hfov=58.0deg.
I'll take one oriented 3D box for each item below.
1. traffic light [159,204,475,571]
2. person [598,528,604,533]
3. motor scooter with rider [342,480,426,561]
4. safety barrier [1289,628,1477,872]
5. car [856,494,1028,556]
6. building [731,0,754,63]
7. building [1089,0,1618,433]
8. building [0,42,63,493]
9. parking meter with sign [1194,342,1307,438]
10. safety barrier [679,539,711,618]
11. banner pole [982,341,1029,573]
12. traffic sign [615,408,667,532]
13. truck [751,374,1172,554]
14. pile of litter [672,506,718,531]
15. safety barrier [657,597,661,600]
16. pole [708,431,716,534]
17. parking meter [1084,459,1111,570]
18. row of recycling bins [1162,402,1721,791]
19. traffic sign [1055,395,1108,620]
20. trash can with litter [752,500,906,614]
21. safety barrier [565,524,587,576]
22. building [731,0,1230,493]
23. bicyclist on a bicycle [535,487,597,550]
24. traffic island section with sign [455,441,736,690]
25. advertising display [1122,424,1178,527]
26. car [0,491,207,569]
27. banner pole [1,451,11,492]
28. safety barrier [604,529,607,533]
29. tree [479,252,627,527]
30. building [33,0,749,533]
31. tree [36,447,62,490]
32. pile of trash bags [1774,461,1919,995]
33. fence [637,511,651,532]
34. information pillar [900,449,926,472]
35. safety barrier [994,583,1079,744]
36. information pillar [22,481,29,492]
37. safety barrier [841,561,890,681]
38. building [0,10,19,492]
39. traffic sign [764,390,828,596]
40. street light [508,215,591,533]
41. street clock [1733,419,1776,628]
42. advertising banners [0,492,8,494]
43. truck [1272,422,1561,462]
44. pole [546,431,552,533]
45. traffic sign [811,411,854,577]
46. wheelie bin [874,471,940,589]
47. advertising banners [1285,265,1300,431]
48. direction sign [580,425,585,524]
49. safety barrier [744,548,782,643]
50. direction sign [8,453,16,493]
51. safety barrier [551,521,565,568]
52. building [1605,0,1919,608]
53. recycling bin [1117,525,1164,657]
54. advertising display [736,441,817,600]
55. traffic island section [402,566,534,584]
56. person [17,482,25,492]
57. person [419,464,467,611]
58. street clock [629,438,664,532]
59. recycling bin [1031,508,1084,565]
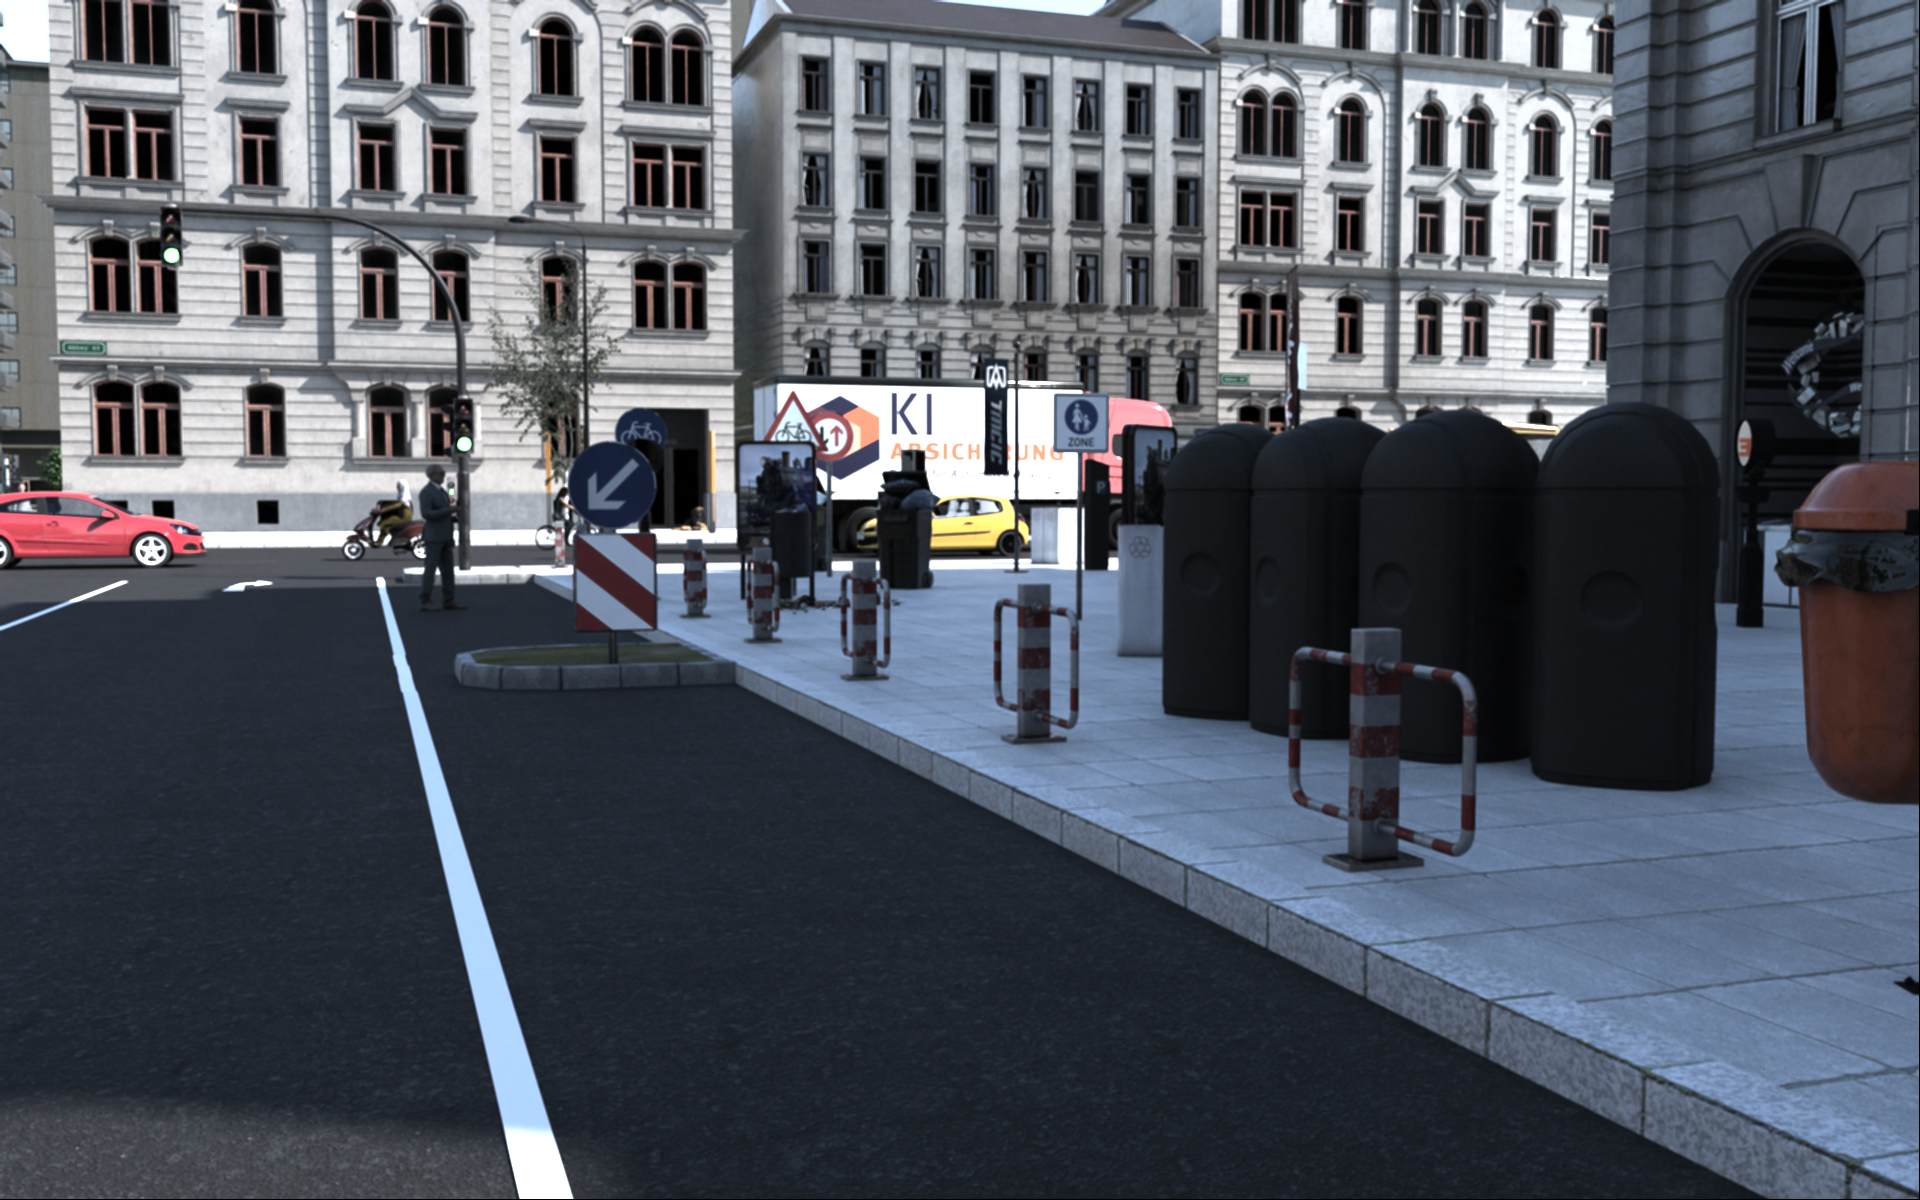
[{"bbox_3d":[-10.277,-3.268,28.106,4.771,5.953,1.251,-1,4,-19],"label":"traffic light"},{"bbox_3d":[-7.772,-1.785,37.955,0.850,1.792,0.678,0,4,0],"label":"person"},{"bbox_3d":[-12.338,-1.745,37.503,1.986,1.779,0.876,-1,4,-18],"label":"motor scooter with rider"},{"bbox_3d":[1.430,0.508,5.975,0.300,0.817,1.120,-1,4,-19],"label":"safety barrier"},{"bbox_3d":[-0.427,-1.826,40.086,3.980,1.641,2.015,-1,4,-21],"label":"car"},{"bbox_3d":[-21.850,-31.539,139.357,21.300,48.544,21.600,-1,4,-19],"label":"building"},{"bbox_3d":[19.013,-17.898,80.021,23.554,28.519,14.401,-1,4,-19],"label":"building"},{"bbox_3d":[-105.397,-38.095,212.086,27.495,52.752,28.713,-1,4,-19],"label":"building"},{"bbox_3d":[3.117,-1.469,20.276,1.738,3.016,0.543,2,4,24],"label":"parking meter with sign"},{"bbox_3d":[-2.754,-0.227,17.988,0.300,0.817,1.120,-1,4,-19],"label":"safety barrier"},{"bbox_3d":[0.729,-2.340,28.280,0.863,3.779,0.401,-2,4,-30],"label":"banner pole"},{"bbox_3d":[-4.719,-1.562,25.648,0.768,2.556,0.104,-1,4,-17],"label":"traffic sign"},{"bbox_3d":[0.551,-3.346,43.626,11.283,4.237,2.839,-1,4,-20],"label":"truck"},{"bbox_3d":[-9.266,-2.843,60.451,1.719,0.858,1.176,3,4,37],"label":"pile of litter"},{"bbox_3d":[-3.799,-0.411,20.996,0.300,0.817,1.120,-1,4,-19],"label":"safety barrier"},{"bbox_3d":[-8.052,-3.813,56.182,0.158,3.312,0.155,0,3,0],"label":"pole"},{"bbox_3d":[2.318,-1.440,29.256,0.399,1.863,0.255,-2,4,-29],"label":"parking meter"},{"bbox_3d":[2.282,-0.114,8.971,1.069,1.692,3.534,-2,4,-31],"label":"row of recycling bins"},{"bbox_3d":[1.215,-0.946,17.601,0.606,2.300,0.079,-1,4,-18],"label":"traffic sign"},{"bbox_3d":[-1.505,-0.524,19.622,2.233,1.210,1.678,-2,4,-31],"label":"trash can with litter"},{"bbox_3d":[-5.893,-0.778,26.992,0.300,0.817,1.120,-1,4,-19],"label":"safety barrier"},{"bbox_3d":[0.368,-13.521,70.223,18.267,20.994,9.793,-1,4,-19],"label":"building"},{"bbox_3d":[-10.106,-2.108,44.486,1.625,1.676,1.499,-1,4,-21],"label":"bicyclist on a bicycle"},{"bbox_3d":[-2.951,-0.309,13.687,1.989,1.847,2.006,-1,4,-19],"label":"traffic island section with sign"},{"bbox_3d":[1.789,-0.679,16.319,0.123,1.923,0.974,2,4,31],"label":"advertising display"},{"bbox_3d":[-17.154,-1.514,33.800,4.494,1.783,2.155,-1,4,-21],"label":"car"},{"bbox_3d":[-55.758,-6.801,101.216,0.401,3.779,0.863,1,4,14],"label":"banner pole"},{"bbox_3d":[-4.845,-0.594,23.991,0.300,0.817,1.120,-1,4,-19],"label":"safety barrier"},{"bbox_3d":[-12.127,-6.217,52.005,4.360,8.622,3.978,0,3,0],"label":"tree"},{"bbox_3d":[-20.653,-16.958,64.654,23.554,28.519,14.401,-1,4,-19],"label":"building"},{"bbox_3d":[-55.802,-7.620,108.307,4.285,4.588,4.351,0,3,0],"label":"tree"},{"bbox_3d":[3.962,0.315,4.600,3.447,1.369,1.912,0,4,3],"label":"pile of trash bags"},{"bbox_3d":[-10.900,-2.740,60.170,0.278,0.683,2.069,0,4,0],"label":"fence"},{"bbox_3d":[-0.764,-1.460,28.359,0.304,2.012,0.304,3,4,39],"label":"information pillar"},{"bbox_3d":[0.384,0.324,8.981,0.300,0.817,1.120,-1,4,-19],"label":"safety barrier"},{"bbox_3d":[-53.026,-5.740,98.345,0.304,2.012,0.304,-2,4,-33],"label":"information pillar"},{"bbox_3d":[-0.660,0.140,11.983,0.300,0.817,1.120,-1,4,-19],"label":"safety barrier"},{"bbox_3d":[-96.001,-31.969,142.305,30.456,49.044,23.786,-1,4,-19],"label":"building"},{"bbox_3d":[-2.093,-1.331,21.767,0.884,2.594,0.081,-1,4,-14],"label":"traffic sign"},{"bbox_3d":[-6.852,-3.465,29.200,1.470,5.913,1.316,-1,4,-19],"label":"street light"},{"bbox_3d":[7.629,-0.740,16.674,0.358,2.002,0.471,0,4,5],"label":"street clock"},{"bbox_3d":[-50.693,-5.760,90.358,2.074,3.025,0.090,0,4,-5],"label":"advertising banners"},{"bbox_3d":[12.392,-3.106,46.702,9.791,3.379,3.469,-1,4,-20],"label":"truck"},{"bbox_3d":[-13.392,-3.827,56.417,0.158,3.312,0.155,0,3,0],"label":"pole"},{"bbox_3d":[-2.023,-1.633,26.799,0.768,2.556,0.104,-1,4,-9],"label":"traffic sign"},{"bbox_3d":[-0.732,-0.956,23.547,0.980,1.594,0.693,1,4,21],"label":"wheelie bin"},{"bbox_3d":[2.616,-1.110,14.329,0.090,3.025,2.074,0,4,3],"label":"advertising banners"},{"bbox_3d":[-12.394,-3.983,57.113,0.379,3.537,0.876,0,3,0],"label":"direction sign"},{"bbox_3d":[-1.709,-0.044,14.992,0.300,0.817,1.120,-1,4,-19],"label":"safety barrier"},{"bbox_3d":[-52.383,-6.346,95.762,0.379,3.537,0.876,-1,4,-10],"label":"direction sign"},{"bbox_3d":[-6.933,-0.961,29.989,0.300,0.817,1.120,-1,4,-19],"label":"safety barrier"},{"bbox_3d":[17.371,-10.416,12.104,13.314,21.916,24.055,-1,4,-19],"label":"building"},{"bbox_3d":[1.631,-0.085,13.940,0.722,1.027,0.722,0,4,5],"label":"recycling bin"},{"bbox_3d":[-2.225,-0.968,21.038,0.974,1.923,0.123,0,4,5],"label":"advertising display"},{"bbox_3d":[-8.289,-0.414,29.056,2.009,0.180,2.903,-1,4,-19],"label":"traffic island section"},{"bbox_3d":[-23.584,-2.093,43.464,0.760,1.731,0.466,-1,4,-18],"label":"person"},{"bbox_3d":[-6.357,-0.774,21.326,0.590,1.801,0.661,0,4,6],"label":"person"},{"bbox_3d":[-4.123,-1.107,22.665,0.471,2.002,0.358,1,4,13],"label":"street clock"},{"bbox_3d":[1.789,-1.177,31.797,0.722,1.027,0.722,-3,5,-42],"label":"recycling bin"}]
